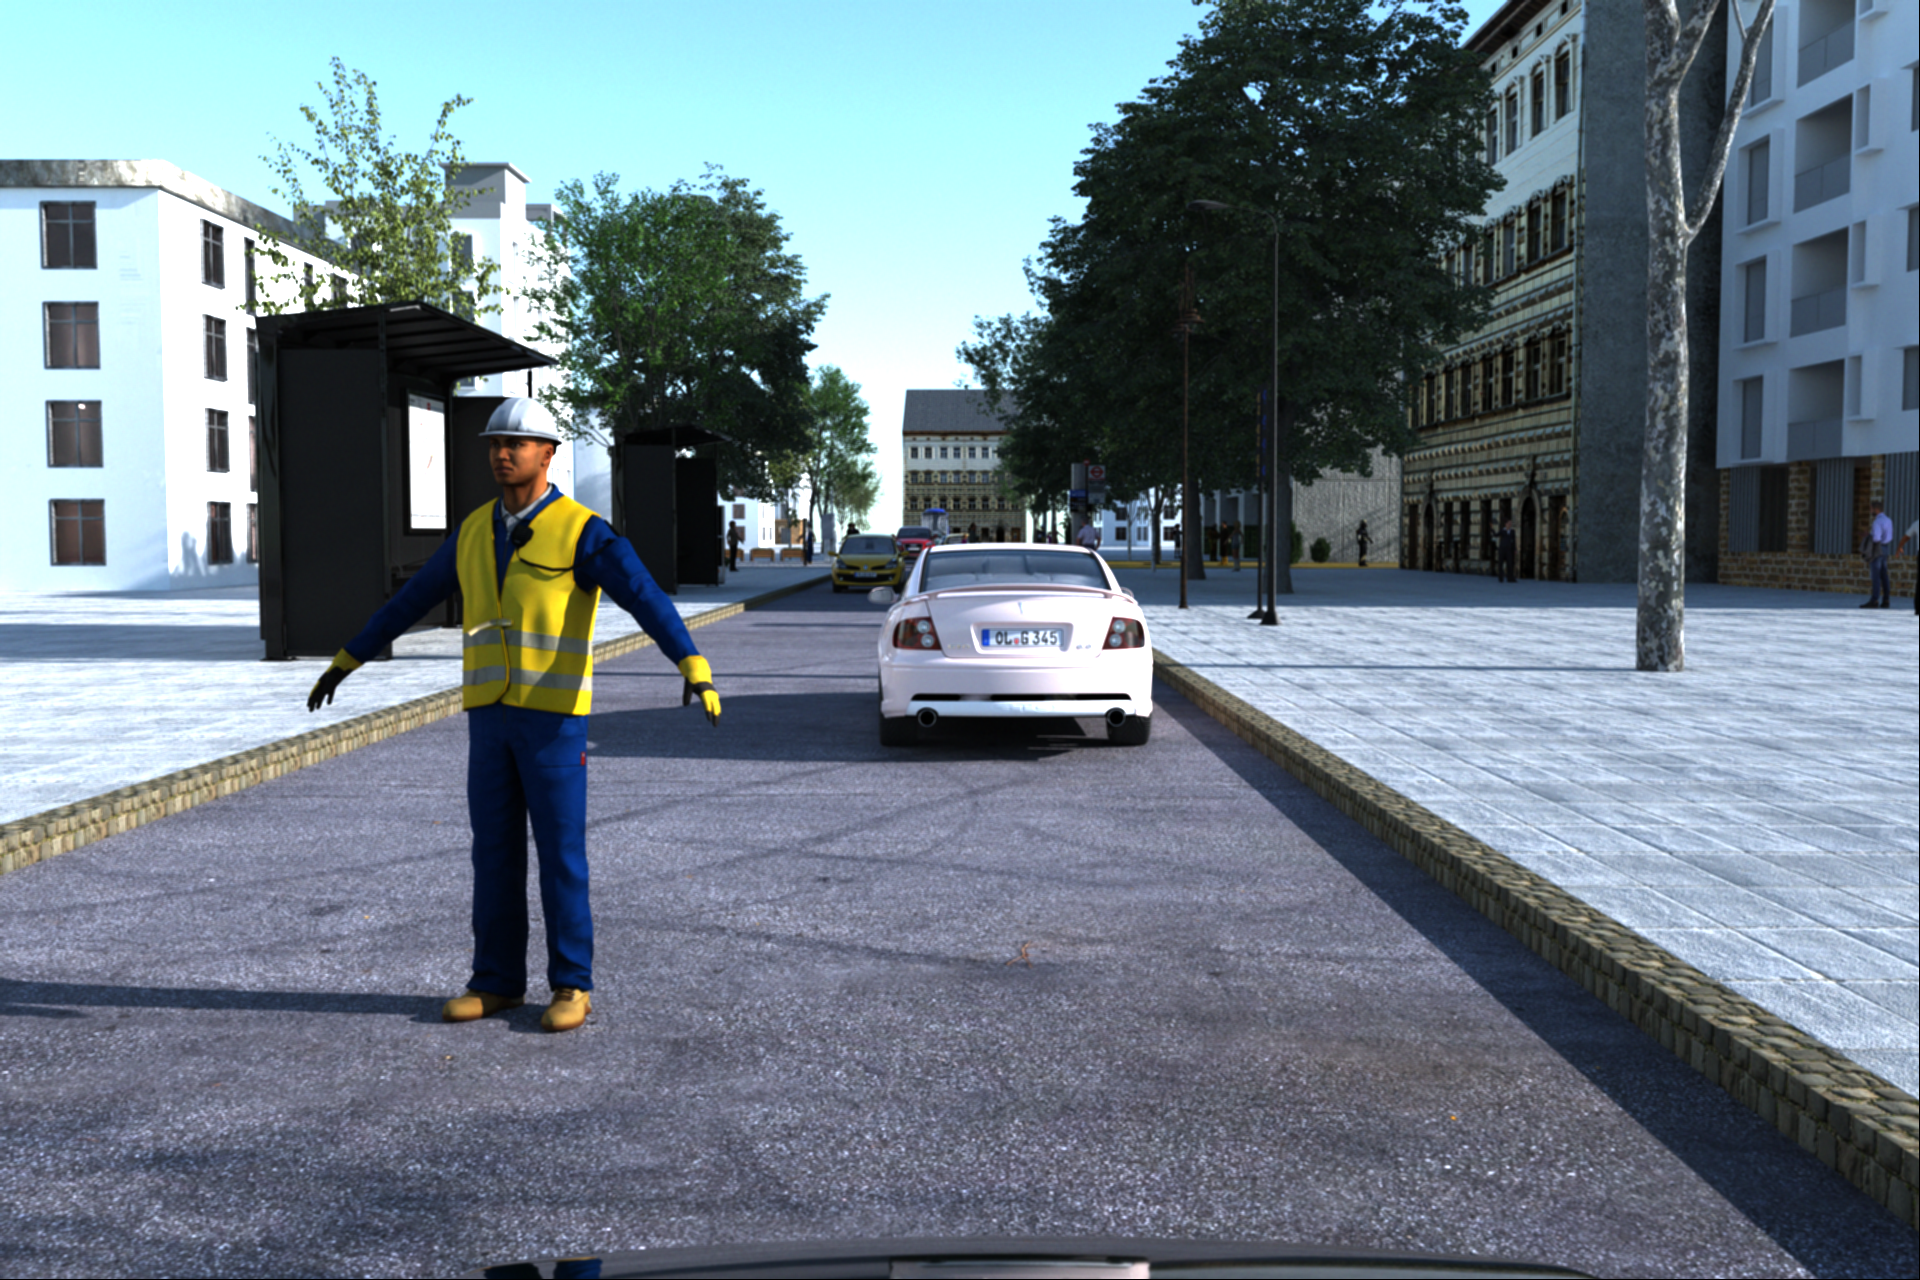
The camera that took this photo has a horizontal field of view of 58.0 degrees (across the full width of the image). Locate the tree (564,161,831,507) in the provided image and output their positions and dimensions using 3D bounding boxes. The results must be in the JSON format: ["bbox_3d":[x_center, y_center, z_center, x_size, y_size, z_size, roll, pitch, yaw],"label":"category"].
[{"bbox_3d":[-9.134,-9.456,61.262,9.857,13.997,8.962,0,3,0],"label":"tree"}]

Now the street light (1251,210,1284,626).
[{"bbox_3d":[4.937,-3.165,24.281,1.470,5.913,1.316,0,3,0],"label":"street light"}]

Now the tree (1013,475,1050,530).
[{"bbox_3d":[7.428,-12.972,162.452,4.360,8.622,3.978,0,3,0],"label":"tree"}]

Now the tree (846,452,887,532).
[{"bbox_3d":[-8.896,-12.096,148.127,4.360,8.622,3.978,0,3,0],"label":"tree"}]

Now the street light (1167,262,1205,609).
[{"bbox_3d":[3.858,-3.483,29.731,0.468,5.910,1.993,0,4,0],"label":"street light"}]

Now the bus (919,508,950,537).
[{"bbox_3d":[-2.378,-10.902,169.798,2.896,3.916,12.251,0,4,0],"label":"bus"}]

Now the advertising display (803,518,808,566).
[{"bbox_3d":[-6.237,-3.959,69.945,0.123,1.923,0.974,0,3,0],"label":"advertising display"}]

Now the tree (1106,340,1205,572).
[{"bbox_3d":[6.605,-6.592,58.145,4.737,8.622,4.395,0,3,0],"label":"tree"}]

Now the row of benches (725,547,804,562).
[{"bbox_3d":[-9.156,-4.004,80.934,4.104,0.672,1.422,-1,4,-16],"label":"row of benches"}]

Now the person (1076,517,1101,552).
[{"bbox_3d":[3.164,-2.219,43.254,0.756,1.711,0.436,-2,4,-25],"label":"person"}]

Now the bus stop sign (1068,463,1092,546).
[{"bbox_3d":[4.472,-4.624,64.612,0.837,3.901,0.837,0,4,-1],"label":"bus stop sign"}]

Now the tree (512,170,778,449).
[{"bbox_3d":[-8.874,-7.579,49.675,9.928,11.665,9.643,0,3,0],"label":"tree"}]

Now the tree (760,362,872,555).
[{"bbox_3d":[-8.864,-10.912,104.169,9.928,11.665,9.643,0,3,0],"label":"tree"}]

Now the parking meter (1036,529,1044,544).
[{"bbox_3d":[3.788,-4.523,82.362,0.372,1.533,0.369,0,3,0],"label":"parking meter"}]

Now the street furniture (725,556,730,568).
[{"bbox_3d":[-11.921,-3.351,70.411,5.734,0.657,10.072,0,4,-3],"label":"street furniture"}]

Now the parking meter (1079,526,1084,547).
[{"bbox_3d":[3.914,-2.794,54.091,0.372,1.533,0.369,0,3,0],"label":"parking meter"}]

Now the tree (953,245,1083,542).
[{"bbox_3d":[5.287,-15.930,116.347,12.611,20.169,13.585,0,3,0],"label":"tree"}]

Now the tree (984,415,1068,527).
[{"bbox_3d":[7.435,-15.918,170.623,12.009,13.543,11.850,0,3,0],"label":"tree"}]

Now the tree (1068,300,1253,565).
[{"bbox_3d":[8.497,-8.996,72.839,9.928,11.665,9.643,0,3,0],"label":"tree"}]

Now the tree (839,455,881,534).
[{"bbox_3d":[-8.749,-12.818,159.937,4.360,8.622,3.978,0,3,0],"label":"tree"}]

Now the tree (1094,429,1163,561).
[{"bbox_3d":[7.875,-8.020,81.497,4.360,8.622,3.978,0,3,0],"label":"tree"}]

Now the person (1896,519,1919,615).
[{"bbox_3d":[15.280,-1.314,27.275,0.704,1.855,1.343,-1,4,-22],"label":"person"}]

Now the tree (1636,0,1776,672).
[{"bbox_3d":[6.348,-9.685,14.241,12.611,20.169,13.585,0,3,0],"label":"tree"}]

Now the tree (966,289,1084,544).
[{"bbox_3d":[6.566,-17.131,135.987,12.611,20.169,13.585,0,3,0],"label":"tree"}]

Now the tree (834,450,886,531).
[{"bbox_3d":[-8.819,-11.556,139.295,4.360,8.622,3.978,0,3,0],"label":"tree"}]

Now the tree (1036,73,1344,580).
[{"bbox_3d":[6.643,-8.683,48.625,9.857,13.997,8.962,0,3,0],"label":"tree"}]

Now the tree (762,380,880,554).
[{"bbox_3d":[-9.117,-11.539,114.410,9.928,11.665,9.643,0,3,0],"label":"tree"}]

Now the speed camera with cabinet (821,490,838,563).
[{"bbox_3d":[-5.898,-5.126,78.147,0.660,3.252,2.038,0,4,2],"label":"speed camera with cabinet"}]

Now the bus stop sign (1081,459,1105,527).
[{"bbox_3d":[4.707,-4.446,61.403,0.855,3.939,0.416,0,4,0],"label":"bus stop sign"}]

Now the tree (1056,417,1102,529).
[{"bbox_3d":[7.066,-9.393,103.932,4.737,8.622,4.395,0,3,0],"label":"tree"}]

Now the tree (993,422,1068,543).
[{"bbox_3d":[6.759,-13.957,153.959,9.928,11.665,9.643,0,3,0],"label":"tree"}]

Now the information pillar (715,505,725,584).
[{"bbox_3d":[-6.206,-2.447,44.508,0.304,2.012,0.304,0,4,0],"label":"information pillar"}]

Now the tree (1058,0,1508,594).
[{"bbox_3d":[6.774,-7.978,37.100,9.857,13.997,8.962,0,3,0],"label":"tree"}]

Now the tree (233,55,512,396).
[{"bbox_3d":[-8.856,-4.686,26.980,4.737,8.622,4.395,0,3,0],"label":"tree"}]

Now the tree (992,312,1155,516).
[{"bbox_3d":[6.492,-11.465,94.102,9.857,13.997,8.962,0,3,0],"label":"tree"}]

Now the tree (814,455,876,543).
[{"bbox_3d":[-17.799,-21.375,259.855,12.009,13.543,11.850,0,3,0],"label":"tree"}]

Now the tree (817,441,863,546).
[{"bbox_3d":[-8.717,-10.963,129.614,4.360,8.622,3.978,0,3,0],"label":"tree"}]

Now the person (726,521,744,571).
[{"bbox_3d":[-7.769,-3.246,59.830,0.721,1.744,1.215,1,4,18],"label":"person"}]

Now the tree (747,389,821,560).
[{"bbox_3d":[-8.683,-8.301,86.085,4.737,8.622,4.395,0,3,0],"label":"tree"}]
